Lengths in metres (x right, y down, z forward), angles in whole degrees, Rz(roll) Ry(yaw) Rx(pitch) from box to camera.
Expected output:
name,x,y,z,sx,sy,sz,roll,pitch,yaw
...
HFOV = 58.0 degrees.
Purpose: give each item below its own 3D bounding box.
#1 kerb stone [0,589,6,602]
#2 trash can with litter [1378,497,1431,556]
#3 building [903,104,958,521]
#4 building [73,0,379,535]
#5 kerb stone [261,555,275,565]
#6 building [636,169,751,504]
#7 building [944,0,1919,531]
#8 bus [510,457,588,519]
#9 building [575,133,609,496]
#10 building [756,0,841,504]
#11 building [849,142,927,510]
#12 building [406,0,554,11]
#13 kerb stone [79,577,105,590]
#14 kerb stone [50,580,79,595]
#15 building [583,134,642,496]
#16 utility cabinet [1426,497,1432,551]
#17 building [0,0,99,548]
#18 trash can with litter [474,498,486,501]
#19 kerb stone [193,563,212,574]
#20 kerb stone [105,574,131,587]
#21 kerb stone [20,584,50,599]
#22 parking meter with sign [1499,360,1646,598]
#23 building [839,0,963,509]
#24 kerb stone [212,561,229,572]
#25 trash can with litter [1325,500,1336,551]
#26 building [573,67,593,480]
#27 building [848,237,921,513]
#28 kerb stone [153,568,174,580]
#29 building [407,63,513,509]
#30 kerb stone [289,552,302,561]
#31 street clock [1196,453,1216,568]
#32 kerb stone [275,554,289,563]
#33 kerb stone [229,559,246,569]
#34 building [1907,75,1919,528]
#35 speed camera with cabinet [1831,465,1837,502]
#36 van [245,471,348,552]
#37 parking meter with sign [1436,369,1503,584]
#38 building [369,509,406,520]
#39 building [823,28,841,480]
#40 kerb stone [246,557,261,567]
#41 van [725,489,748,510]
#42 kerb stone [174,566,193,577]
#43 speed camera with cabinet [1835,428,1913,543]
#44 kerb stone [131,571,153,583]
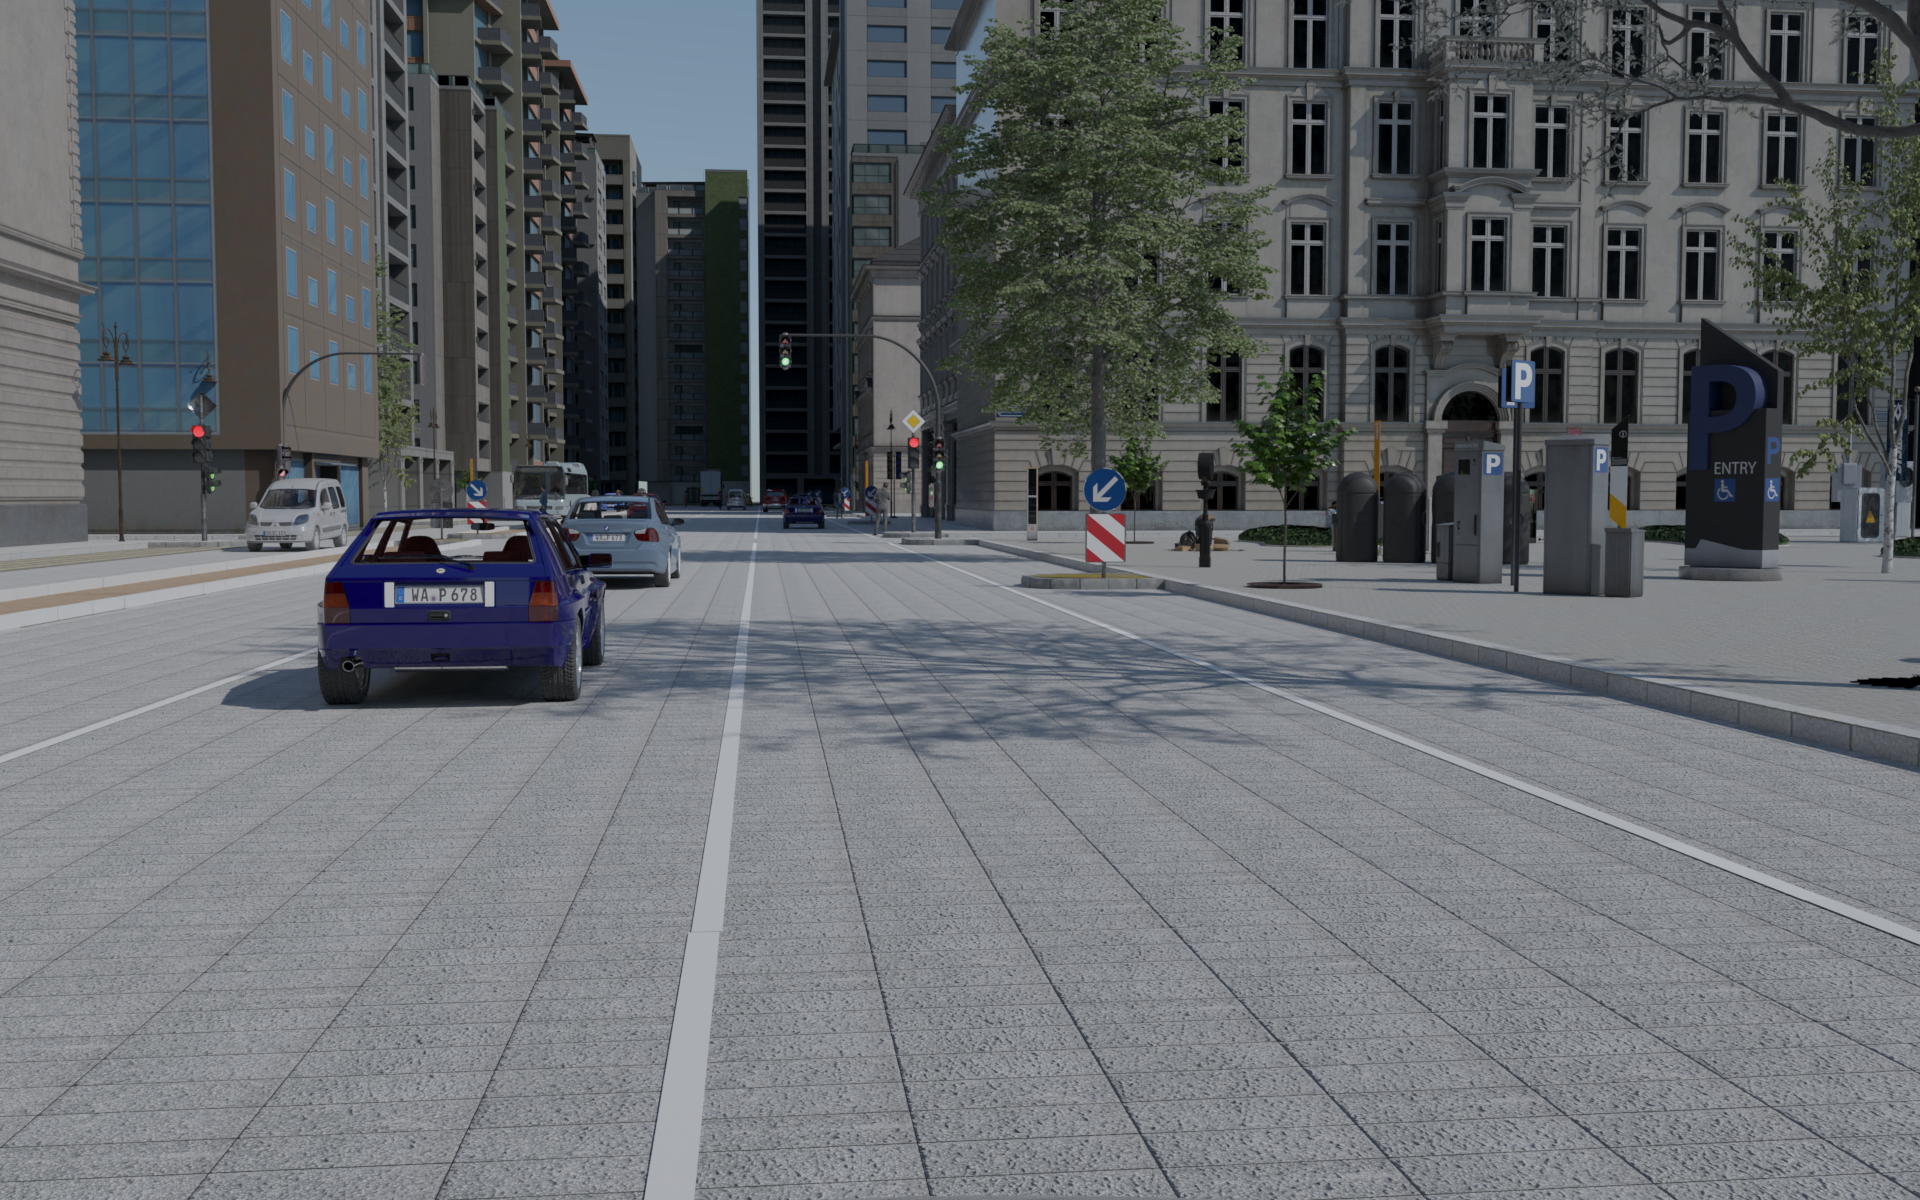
name,x,y,z,sx,sy,sz,roll,pitch,yaw
kerb stone,-12.731,-0.041,22.875,0.120,0.150,1.000,0,4,-7
trash can with litter,9.341,-1.574,36.795,2.233,1.210,1.678,-2,4,-33
building,2.321,-14.862,93.901,10.553,20.767,40.483,0,4,-7
building,-29.195,-25.069,59.988,14.600,45.320,14.200,0,4,-7
kerb stone,-14.140,-0.790,35.104,0.120,0.150,1.000,0,4,-7
building,-33.732,-32.821,220.221,14.086,41.232,14.154,0,4,-7
building,17.396,-15.114,66.193,34.723,24.649,14.460,0,4,-7
bus,-22.826,-6.247,96.994,2.948,3.499,13.247,0,4,-6
building,-47.559,-31.423,197.352,14.086,41.232,14.154,0,4,-7
building,-15.767,-48.049,223.852,20.611,71.187,20.563,0,4,-7
building,-2.388,-22.916,146.379,14.160,30.474,14.107,0,4,-7
building,-44.773,-29.824,142.247,22.147,44.769,28.867,0,4,-7
kerb stone,-13.096,-0.229,25.932,0.120,0.150,1.000,0,4,-7
kerb stone,-12.972,-0.160,24.916,0.120,0.150,1.000,0,4,-7
building,-51.885,-36.574,221.685,21.600,48.544,21.300,0,4,-7
utility cabinet,10.410,-1.729,39.434,0.306,1.237,1.020,-2,4,-29
building,-32.221,-12.934,40.352,19.941,23.489,11.050,0,4,-7
trash can with litter,-29.226,-5.729,105.055,0.624,1.170,1.055,1,4,13
kerb stone,-13.669,-0.539,31.036,0.120,0.150,1.000,0,4,-7
kerb stone,-13.195,-0.286,26.961,0.120,0.150,1.000,0,4,-7
kerb stone,-12.852,-0.097,23.893,0.120,0.150,1.000,0,4,-7
parking meter with sign,7.848,-1.577,22.052,0.543,3.016,1.738,-3,5,-40
building,-1.049,-38.227,167.007,21.231,58.520,28.212,0,4,-7
kerb stone,-13.790,-0.603,32.053,0.120,0.150,1.000,0,4,-7
trash can with litter,8.579,-1.680,38.849,0.624,1.170,1.055,1,4,22
building,-48.527,-31.606,171.376,22.147,44.769,28.867,0,4,-7
building,-2.186,-15.843,123.664,10.561,19.102,19.286,0,4,-7
kerb stone,-13.436,-0.411,28.993,0.120,0.150,1.000,0,4,-7
building,-39.249,-21.269,119.445,14.160,30.474,14.107,0,4,-7
kerb stone,-14.371,-0.913,37.147,0.120,0.150,1.000,0,4,-7
street clock,4.287,-1.571,30.258,0.358,2.002,0.471,1,4,16
kerb stone,-14.252,-0.852,36.130,0.120,0.150,1.000,0,4,-7
kerb stone,-13.899,-0.665,33.075,0.120,0.150,1.000,0,4,-7
building,43.795,-14.569,67.880,15.834,23.373,12.332,0,4,-7
speed camera with cabinet,27.183,-3.506,51.657,2.038,3.252,0.660,1,4,11
van,-16.993,-2.289,44.444,2.013,2.044,4.112,0,4,-5
parking meter with sign,7.499,-1.756,24.978,0.543,3.016,1.738,-1,4,-18
building,-38.958,-40.031,92.758,20.563,71.187,20.611,0,4,-7
building,-0.401,-37.064,195.240,28.713,52.752,27.495,0,4,-7
kerb stone,-14.023,-0.727,34.089,0.120,0.150,1.000,0,4,-7
van,-19.846,-8.979,153.814,2.013,2.044,4.112,0,4,-6
kerb stone,-13.557,-0.478,30.007,0.120,0.150,1.000,0,4,-7
speed camera with cabinet,24.368,-3.157,45.949,2.038,3.252,0.660,-1,4,-21
kerb stone,-13.317,-0.354,27.975,0.120,0.150,1.000,0,4,-7
